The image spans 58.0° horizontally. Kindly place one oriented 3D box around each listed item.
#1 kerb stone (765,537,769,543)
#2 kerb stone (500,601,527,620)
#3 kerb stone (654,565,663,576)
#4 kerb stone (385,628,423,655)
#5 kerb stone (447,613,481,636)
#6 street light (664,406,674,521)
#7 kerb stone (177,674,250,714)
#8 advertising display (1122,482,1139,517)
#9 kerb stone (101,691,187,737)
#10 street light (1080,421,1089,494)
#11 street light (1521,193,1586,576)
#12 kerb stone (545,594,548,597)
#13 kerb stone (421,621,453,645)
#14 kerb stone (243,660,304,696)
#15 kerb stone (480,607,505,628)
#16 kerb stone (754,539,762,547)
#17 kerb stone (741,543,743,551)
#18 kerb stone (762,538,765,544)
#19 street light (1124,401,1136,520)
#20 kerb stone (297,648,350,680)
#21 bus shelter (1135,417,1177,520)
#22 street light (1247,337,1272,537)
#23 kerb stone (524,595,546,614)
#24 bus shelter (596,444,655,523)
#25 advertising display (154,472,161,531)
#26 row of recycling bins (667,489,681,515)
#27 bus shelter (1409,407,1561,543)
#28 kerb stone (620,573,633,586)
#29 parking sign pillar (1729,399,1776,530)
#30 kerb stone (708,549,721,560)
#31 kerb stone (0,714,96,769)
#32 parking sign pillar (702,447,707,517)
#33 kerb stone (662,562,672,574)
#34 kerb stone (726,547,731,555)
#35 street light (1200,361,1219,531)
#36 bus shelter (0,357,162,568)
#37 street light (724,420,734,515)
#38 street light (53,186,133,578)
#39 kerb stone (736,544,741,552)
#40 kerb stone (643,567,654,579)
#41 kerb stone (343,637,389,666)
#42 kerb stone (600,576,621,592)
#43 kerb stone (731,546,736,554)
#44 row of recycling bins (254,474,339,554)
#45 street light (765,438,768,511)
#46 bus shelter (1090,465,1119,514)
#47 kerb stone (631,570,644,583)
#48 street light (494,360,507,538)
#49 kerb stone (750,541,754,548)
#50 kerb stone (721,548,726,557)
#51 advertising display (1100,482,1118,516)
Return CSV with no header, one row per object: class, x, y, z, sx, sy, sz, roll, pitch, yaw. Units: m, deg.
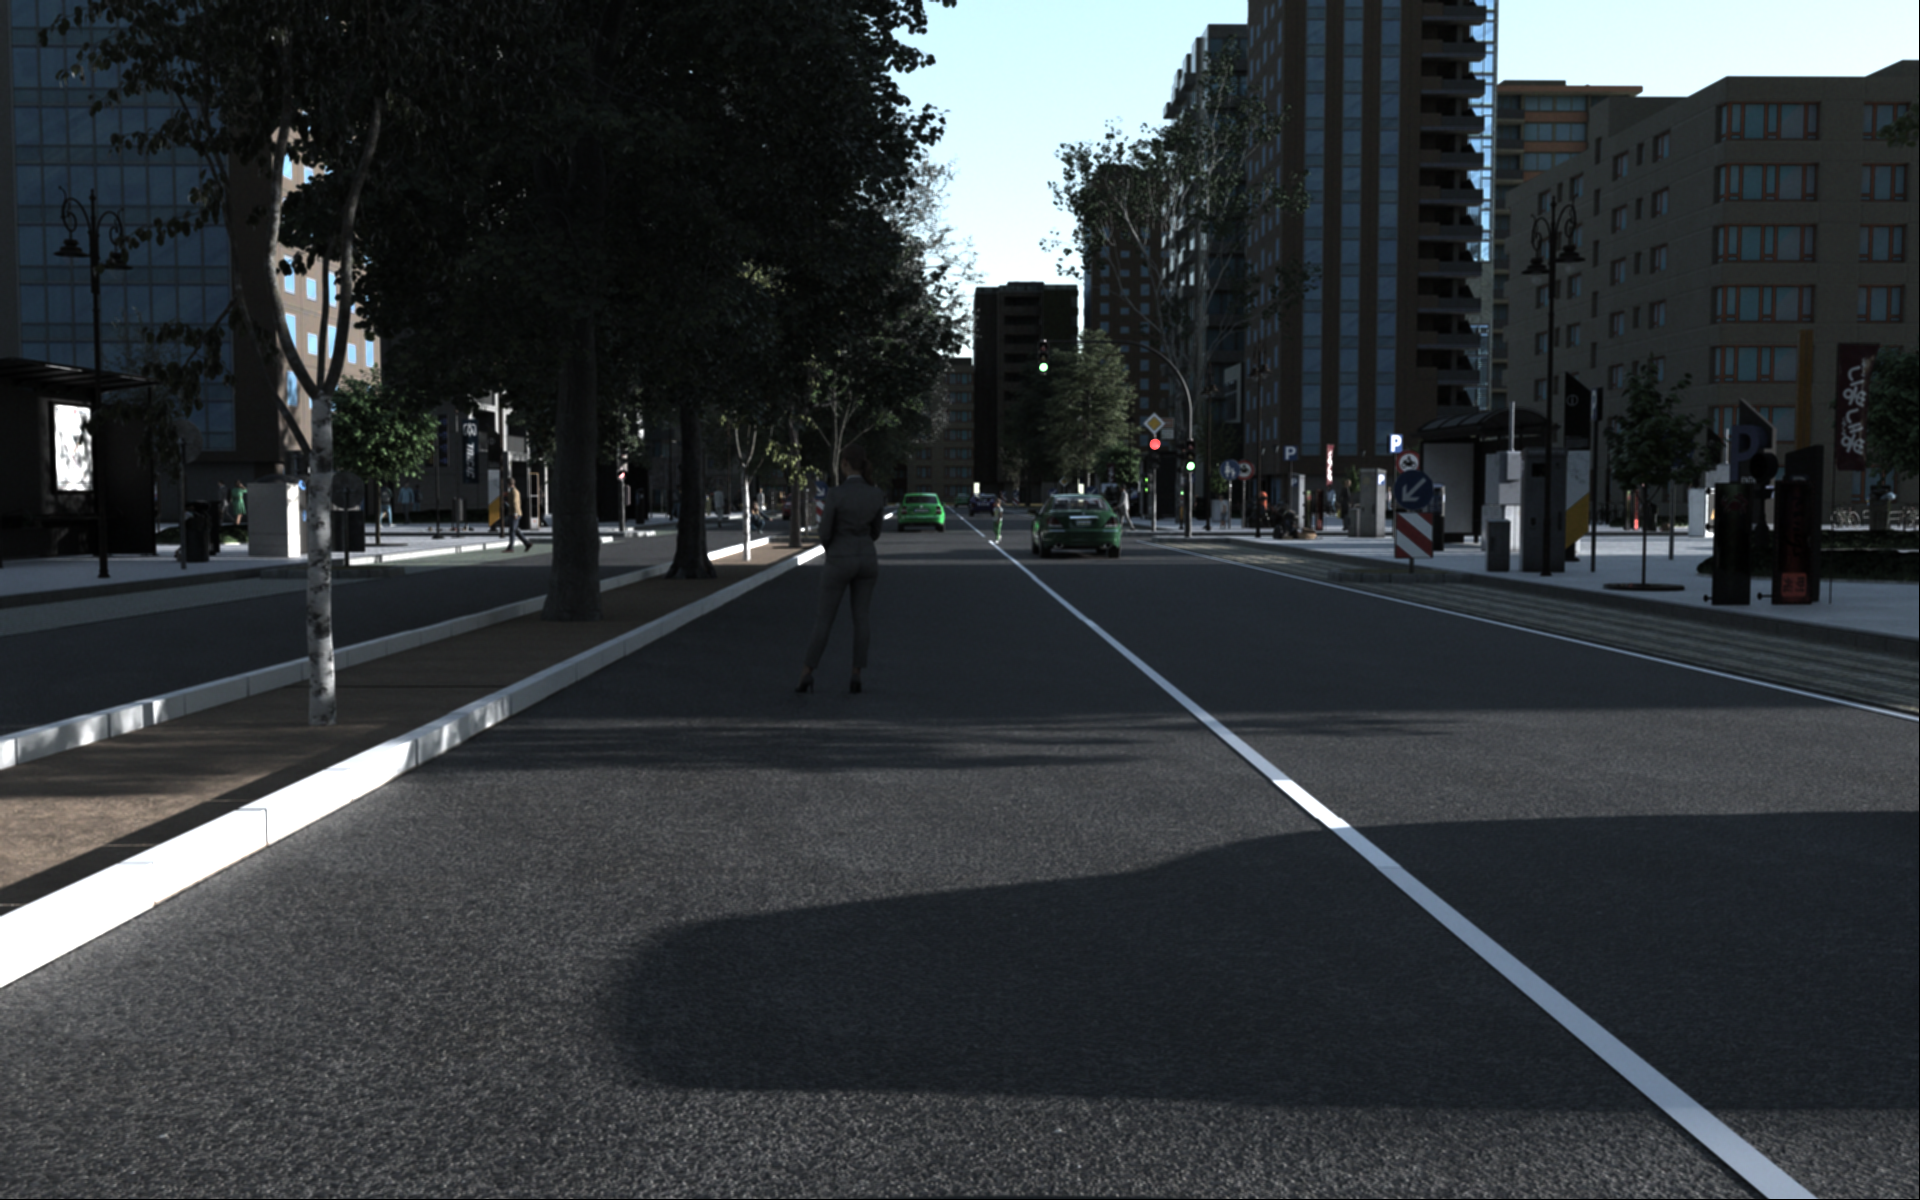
kerb stone,-5.660,-1.673,49.583,0.120,0.150,1.000,0,4,-1
kerb stone,-5.183,0.142,19.880,0.120,0.150,1.000,0,4,-1
kerb stone,-5.352,-0.485,30.133,0.120,0.150,1.000,0,4,-1
kerb stone,-5.121,0.393,15.772,0.120,0.150,1.000,0,4,-1
kerb stone,-5.149,0.268,17.826,0.120,0.150,1.000,0,4,-1
street light,-13.968,-6.772,83.513,0.468,5.910,1.993,0,4,-1
kerb stone,-5.057,0.645,11.654,0.120,0.150,1.000,0,4,-1
advertising display,9.356,-5.502,95.170,0.974,1.923,0.123,-1,4,-21
kerb stone,-5.036,0.707,10.629,0.120,0.150,1.000,0,4,-1
street light,7.865,-8.355,109.397,0.468,5.910,1.993,0,4,-1
street light,9.197,-3.316,27.004,0.468,5.910,1.993,0,4,-1
kerb stone,-5.217,0.016,21.927,0.120,0.150,1.000,0,4,-1
kerb stone,-5.137,0.338,16.795,0.120,0.150,1.000,0,4,-1
kerb stone,-5.070,0.581,12.689,0.120,0.150,1.000,0,4,-1
kerb stone,-5.163,0.211,18.850,0.120,0.150,1.000,0,4,-1
kerb stone,-5.622,-1.550,47.538,0.120,0.150,1.000,0,4,-1
kerb stone,-5.557,-1.294,43.442,0.120,0.150,1.000,0,4,-1
kerb stone,-5.643,-1.610,48.560,0.120,0.150,1.000,0,4,-1
street light,8.302,-6.846,84.716,0.468,5.910,1.993,0,4,-1
kerb stone,-5.085,0.518,13.719,0.120,0.150,1.000,0,4,-1
bus shelter,10.178,-6.768,88.280,2.179,5.291,8.768,0,4,-1
street light,8.817,-4.788,51.076,0.468,5.910,1.993,0,4,-1
kerb stone,-5.198,0.079,20.901,0.120,0.150,1.000,0,4,-1
bus shelter,-15.628,-5.499,81.190,1.731,3.624,6.357,0,4,-1
advertising display,-24.203,-2.833,51.538,0.974,1.923,0.123,1,4,19
row of recycling bins,-16.785,-6.091,106.705,1.069,1.692,3.534,2,4,30
bus shelter,12.902,-3.002,43.008,2.014,3.302,5.546,0,4,-1
kerb stone,-5.296,-0.298,27.062,0.120,0.150,1.000,0,4,-1
parking sign pillar,22.126,-3.663,48.363,1.447,3.967,1.447,-1,4,-17
kerb stone,-5.470,-0.987,38.327,0.120,0.150,1.000,0,4,-1
kerb stone,-5.025,0.770,9.606,0.120,0.150,1.000,0,4,-1
parking sign pillar,-15.204,-6.760,98.998,1.447,3.967,1.447,-1,4,-10
kerb stone,-5.366,-0.548,31.163,0.120,0.150,1.000,0,4,-1
kerb stone,-5.511,-1.112,40.376,0.120,0.150,1.000,0,4,-1
street light,8.678,-5.359,60.403,0.468,5.910,1.993,0,4,-1
bus shelter,-17.111,-2.539,32.793,1.731,3.624,6.357,0,4,-1
street light,-14.362,-8.244,107.584,0.468,5.910,1.993,0,4,-1
street light,-13.143,-3.280,26.412,0.468,5.910,1.993,0,4,-1
kerb stone,-5.542,-1.237,42.420,0.120,0.150,1.000,0,4,-1
kerb stone,-5.332,-0.423,29.105,0.120,0.150,1.000,0,4,-1
kerb stone,-5.105,0.455,14.749,0.120,0.150,1.000,0,4,-1
kerb stone,-5.285,-0.234,26.038,0.120,0.150,1.000,0,4,-1
kerb stone,-5.525,-1.174,41.398,0.120,0.150,1.000,0,4,-1
row of recycling bins,-14.367,-1.855,37.441,1.069,1.692,3.534,0,4,-1
street light,-14.720,-9.743,132.083,0.468,5.910,1.993,0,4,-1
bus shelter,9.330,-6.957,107.671,2.014,3.302,5.546,0,4,-1
kerb stone,-5.314,-0.360,28.084,0.120,0.150,1.000,0,4,-1
street light,-13.391,-4.752,50.486,0.468,5.910,1.993,0,4,-1
kerb stone,-5.601,-1.425,45.487,0.120,0.150,1.000,0,4,-1
kerb stone,-5.489,-1.043,39.355,0.120,0.150,1.000,0,4,-1
advertising display,8.250,-5.539,95.779,0.974,1.923,0.123,0,4,7
